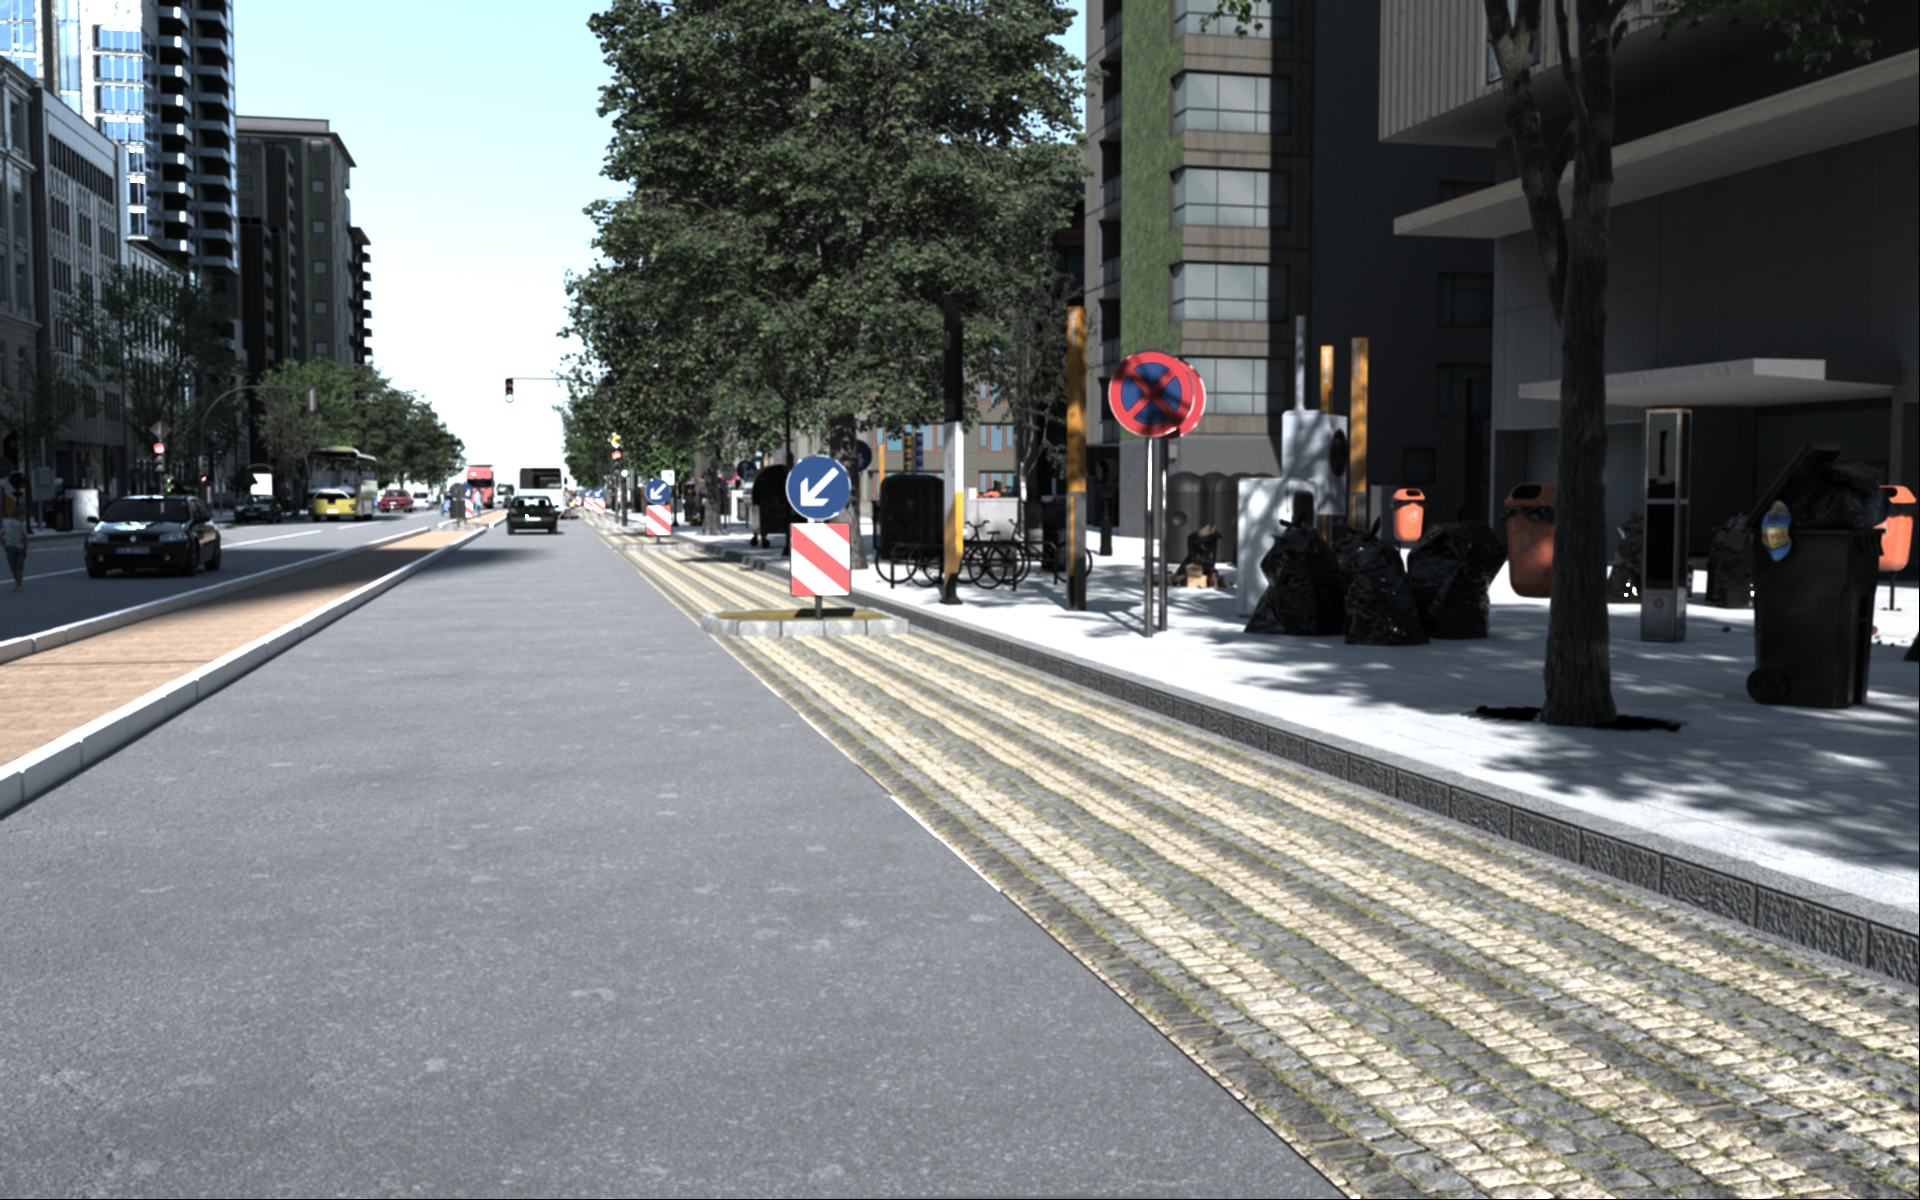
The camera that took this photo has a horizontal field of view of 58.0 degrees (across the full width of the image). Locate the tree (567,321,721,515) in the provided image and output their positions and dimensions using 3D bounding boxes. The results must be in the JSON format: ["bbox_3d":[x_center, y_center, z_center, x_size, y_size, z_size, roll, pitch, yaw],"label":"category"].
[{"bbox_3d":[-16.028,-9.635,91.941,8.767,10.594,7.601,1,4,11],"label":"tree"}]

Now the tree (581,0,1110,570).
[{"bbox_3d":[-1.918,-7.488,29.082,9.857,13.997,8.962,0,3,0],"label":"tree"}]

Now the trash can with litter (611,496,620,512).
[{"bbox_3d":[-25.126,-7.052,126.694,0.624,1.170,1.055,-2,4,-30],"label":"trash can with litter"}]

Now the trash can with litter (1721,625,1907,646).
[{"bbox_3d":[7.868,-0.288,15.763,1.678,1.210,2.233,2,4,29],"label":"trash can with litter"}]

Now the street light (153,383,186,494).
[{"bbox_3d":[-33.027,-6.106,72.377,1.470,5.913,1.316,-1,4,-13],"label":"street light"}]

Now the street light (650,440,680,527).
[{"bbox_3d":[-11.771,-5.846,68.125,1.470,5.913,1.316,-1,4,-13],"label":"street light"}]

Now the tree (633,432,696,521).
[{"bbox_3d":[-14.131,-6.064,82.867,4.285,4.588,4.351,0,3,0],"label":"tree"}]

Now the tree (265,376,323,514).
[{"bbox_3d":[-42.385,-9.681,108.653,4.360,8.622,3.978,0,3,0],"label":"tree"}]

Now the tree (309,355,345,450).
[{"bbox_3d":[-48.501,-12.447,129.260,9.928,11.665,9.643,0,3,0],"label":"tree"}]

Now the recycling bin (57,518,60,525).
[{"bbox_3d":[-37.470,-3.682,72.748,0.722,1.027,0.722,3,5,40],"label":"recycling bin"}]

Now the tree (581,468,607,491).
[{"bbox_3d":[-45.047,-14.082,213.956,4.285,4.588,4.351,0,3,0],"label":"tree"}]

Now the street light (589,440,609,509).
[{"bbox_3d":[-31.053,-10.838,149.735,1.470,5.913,1.316,-1,4,-13],"label":"street light"}]

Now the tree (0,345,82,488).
[{"bbox_3d":[-45.056,-8.216,84.687,4.737,8.622,4.395,0,3,0],"label":"tree"}]

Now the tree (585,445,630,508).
[{"bbox_3d":[-30.342,-12.513,154.949,4.360,8.622,3.978,0,3,0],"label":"tree"}]

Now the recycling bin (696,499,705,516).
[{"bbox_3d":[-14.625,-5.163,96.975,0.722,1.027,0.722,3,5,40],"label":"recycling bin"}]

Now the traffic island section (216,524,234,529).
[{"bbox_3d":[-31.642,-3.071,72.499,2.009,0.180,2.903,-1,4,-13],"label":"traffic island section"}]

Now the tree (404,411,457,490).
[{"bbox_3d":[-72.900,-19.523,237.325,7.486,12.596,7.792,0,3,0],"label":"tree"}]

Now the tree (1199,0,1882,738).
[{"bbox_3d":[3.291,-5.115,9.392,9.928,11.665,9.643,0,3,0],"label":"tree"}]

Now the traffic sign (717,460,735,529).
[{"bbox_3d":[-8.611,-3.877,63.491,0.768,2.556,0.104,-1,4,-9],"label":"traffic sign"}]

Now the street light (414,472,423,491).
[{"bbox_3d":[-65.804,-14.556,210.526,1.470,5.913,1.316,-1,4,-13],"label":"street light"}]

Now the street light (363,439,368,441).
[{"bbox_3d":[-50.832,-10.656,146.774,1.470,5.913,1.316,-1,4,-13],"label":"street light"}]

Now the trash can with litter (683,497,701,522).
[{"bbox_3d":[-12.094,-4.106,78.521,0.624,1.170,1.055,-3,5,-45],"label":"trash can with litter"}]

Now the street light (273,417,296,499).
[{"bbox_3d":[-40.610,-8.048,104.119,1.470,5.913,1.316,-1,4,-13],"label":"street light"}]

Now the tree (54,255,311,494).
[{"bbox_3d":[-35.335,-9.225,76.581,9.928,11.665,9.643,0,3,0],"label":"tree"}]

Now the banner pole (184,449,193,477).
[{"bbox_3d":[-42.900,-6.508,96.422,0.863,3.779,0.401,2,4,26],"label":"banner pole"}]

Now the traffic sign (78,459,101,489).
[{"bbox_3d":[-31.298,-3.802,62.264,0.768,2.556,0.104,-1,4,-11],"label":"traffic sign"}]

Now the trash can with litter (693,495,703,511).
[{"bbox_3d":[-14.702,-5.101,94.462,2.233,1.210,1.678,-2,4,-26],"label":"trash can with litter"}]

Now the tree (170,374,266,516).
[{"bbox_3d":[-43.660,-9.269,101.906,4.360,8.622,3.978,0,3,0],"label":"tree"}]

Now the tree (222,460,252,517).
[{"bbox_3d":[-40.433,-6.301,97.617,1.663,3.219,1.824,0,3,0],"label":"tree"}]

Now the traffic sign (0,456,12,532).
[{"bbox_3d":[-32.272,-3.556,58.245,0.768,2.556,0.104,0,4,-6],"label":"traffic sign"}]

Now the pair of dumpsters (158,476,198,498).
[{"bbox_3d":[-40.959,-5.396,90.713,1.574,2.255,4.437,-1,4,-13],"label":"pair of dumpsters"}]

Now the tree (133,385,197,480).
[{"bbox_3d":[-52.896,-10.094,115.405,4.737,8.622,4.395,0,3,0],"label":"tree"}]

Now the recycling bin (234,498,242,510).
[{"bbox_3d":[-45.570,-5.954,109.900,0.722,1.027,0.722,-3,5,-45],"label":"recycling bin"}]

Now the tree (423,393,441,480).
[{"bbox_3d":[-65.482,-18.089,202.408,9.857,13.997,8.962,0,3,0],"label":"tree"}]

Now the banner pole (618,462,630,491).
[{"bbox_3d":[-22.789,-7.759,116.881,0.863,3.779,0.401,-1,4,-14],"label":"banner pole"}]

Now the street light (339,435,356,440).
[{"bbox_3d":[-48.196,-10.012,136.233,1.470,5.913,1.316,-1,4,-13],"label":"street light"}]

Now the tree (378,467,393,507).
[{"bbox_3d":[-59.233,-11.728,175.464,4.285,4.588,4.351,0,3,0],"label":"tree"}]

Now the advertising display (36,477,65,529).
[{"bbox_3d":[-33.847,-3.623,64.453,0.974,1.923,0.123,-2,4,-35],"label":"advertising display"}]

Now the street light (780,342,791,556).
[{"bbox_3d":[-4.105,-3.875,35.901,1.470,5.913,1.316,-1,4,-13],"label":"street light"}]

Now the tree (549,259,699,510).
[{"bbox_3d":[-26.129,-17.241,137.772,12.611,20.169,13.585,0,3,0],"label":"tree"}]

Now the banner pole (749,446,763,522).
[{"bbox_3d":[-9.348,-5.430,78.794,0.863,3.779,0.401,-1,4,-8],"label":"banner pole"}]

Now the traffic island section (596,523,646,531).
[{"bbox_3d":[-13.266,-2.834,68.621,2.009,0.180,2.903,-1,4,-13],"label":"traffic island section"}]

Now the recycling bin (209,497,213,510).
[{"bbox_3d":[-58.988,-7.522,135.538,0.722,1.027,0.722,3,5,39],"label":"recycling bin"}]

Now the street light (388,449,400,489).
[{"bbox_3d":[-58.283,-12.592,178.415,1.470,5.913,1.316,-1,4,-13],"label":"street light"}]

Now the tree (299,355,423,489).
[{"bbox_3d":[-55.015,-15.377,158.072,9.857,13.997,8.962,0,3,0],"label":"tree"}]

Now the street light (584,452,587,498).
[{"bbox_3d":[-40.906,-13.407,191.746,1.470,5.913,1.316,-1,4,-13],"label":"street light"}]

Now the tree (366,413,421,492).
[{"bbox_3d":[-61.990,-15.483,187.562,8.767,10.594,7.601,1,4,19],"label":"tree"}]

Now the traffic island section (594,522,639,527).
[{"bbox_3d":[-15.105,-3.310,76.393,2.009,0.180,2.903,-1,4,-13],"label":"traffic island section"}]

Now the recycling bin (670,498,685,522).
[{"bbox_3d":[-12.824,-4.102,79.625,0.722,1.027,0.722,0,4,-5],"label":"recycling bin"}]

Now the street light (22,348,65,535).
[{"bbox_3d":[-29.044,-5.038,54.917,1.470,5.913,1.316,-1,4,-13],"label":"street light"}]

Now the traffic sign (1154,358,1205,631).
[{"bbox_3d":[1.897,-0.980,16.125,0.768,2.556,0.104,-1,4,-12],"label":"traffic sign"}]

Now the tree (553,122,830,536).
[{"bbox_3d":[-7.787,-8.342,53.399,9.611,12.733,9.660,0,3,0],"label":"tree"}]

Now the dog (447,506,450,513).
[{"bbox_3d":[-39.111,-6.939,132.738,0.540,0.507,0.406,1,4,10],"label":"dog"}]

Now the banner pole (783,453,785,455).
[{"bbox_3d":[-10.409,-6.994,104.372,0.863,3.779,0.401,2,4,34],"label":"banner pole"}]
